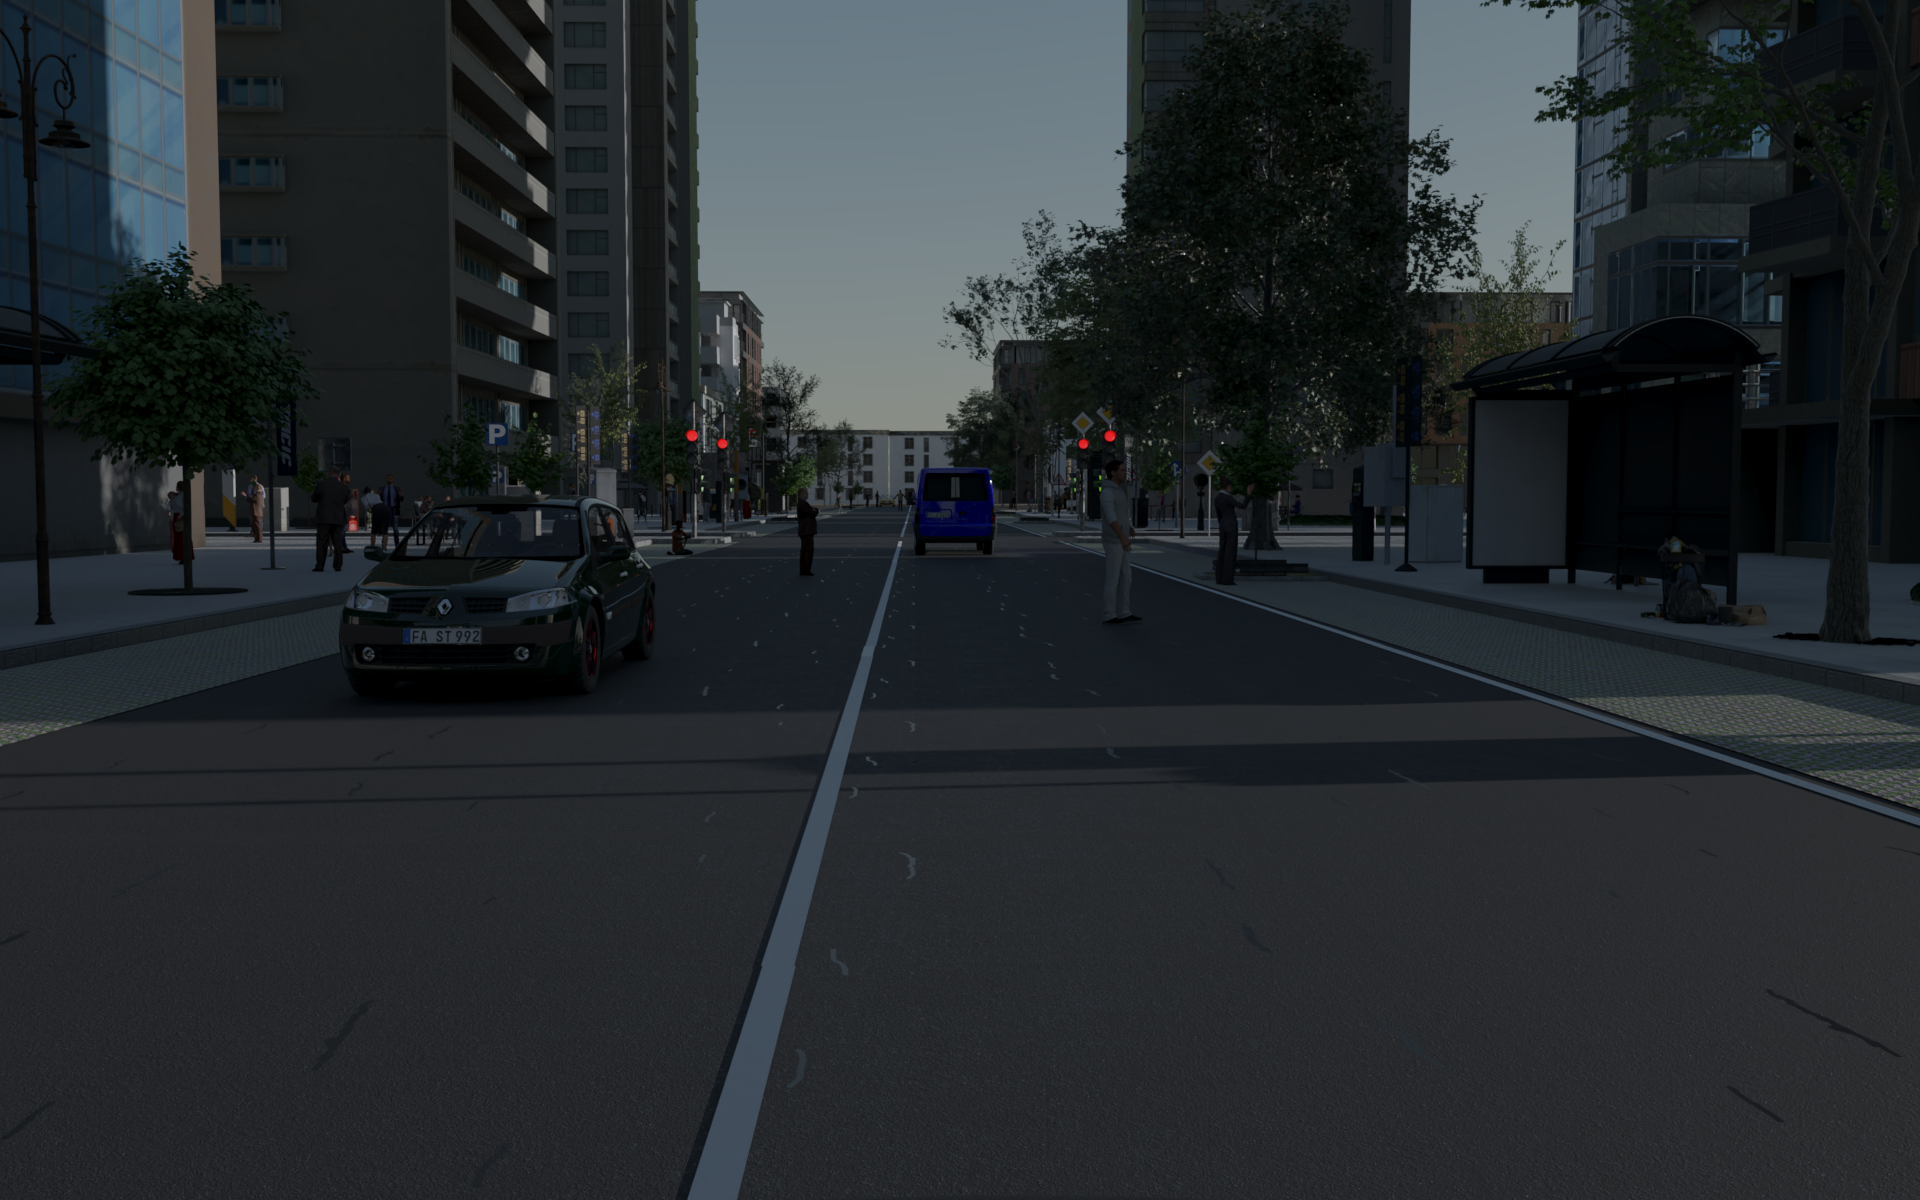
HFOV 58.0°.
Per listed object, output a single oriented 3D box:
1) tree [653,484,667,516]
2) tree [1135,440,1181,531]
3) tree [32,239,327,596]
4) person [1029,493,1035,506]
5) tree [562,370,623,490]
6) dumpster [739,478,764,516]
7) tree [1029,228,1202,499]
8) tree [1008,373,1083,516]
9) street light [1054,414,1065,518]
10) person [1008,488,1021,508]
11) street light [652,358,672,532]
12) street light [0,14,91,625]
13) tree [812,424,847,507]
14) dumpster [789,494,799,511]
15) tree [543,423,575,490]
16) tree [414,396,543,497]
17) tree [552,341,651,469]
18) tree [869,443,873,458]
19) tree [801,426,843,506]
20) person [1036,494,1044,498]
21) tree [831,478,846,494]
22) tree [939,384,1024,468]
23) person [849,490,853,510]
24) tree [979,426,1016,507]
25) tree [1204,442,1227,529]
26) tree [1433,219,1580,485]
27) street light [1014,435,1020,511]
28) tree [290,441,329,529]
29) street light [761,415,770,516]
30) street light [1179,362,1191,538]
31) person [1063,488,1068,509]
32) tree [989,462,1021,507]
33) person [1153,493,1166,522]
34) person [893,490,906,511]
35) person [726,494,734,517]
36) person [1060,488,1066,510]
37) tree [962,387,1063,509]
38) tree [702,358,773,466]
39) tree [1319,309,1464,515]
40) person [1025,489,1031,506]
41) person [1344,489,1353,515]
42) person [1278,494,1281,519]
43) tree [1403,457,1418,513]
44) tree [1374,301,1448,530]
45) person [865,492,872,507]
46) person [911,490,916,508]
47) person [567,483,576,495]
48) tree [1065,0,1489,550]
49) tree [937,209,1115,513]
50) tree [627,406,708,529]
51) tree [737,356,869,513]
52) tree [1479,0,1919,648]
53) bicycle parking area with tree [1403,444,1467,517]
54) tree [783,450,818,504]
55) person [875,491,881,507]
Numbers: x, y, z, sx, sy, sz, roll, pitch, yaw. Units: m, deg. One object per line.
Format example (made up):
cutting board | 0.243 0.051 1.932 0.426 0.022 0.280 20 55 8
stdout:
tree | -17.364 -6.655 103.414 1.663 3.219 1.824 0 3 0
tree | 7.037 -4.006 60.101 1.663 3.219 1.824 0 3 0
tree | -9.950 -2.363 22.355 4.285 4.588 4.351 0 3 0
person | 7.581 -10.670 183.716 0.991 1.433 0.599 -1 4 -15
tree | -22.010 -9.261 101.775 4.360 8.622 3.978 0 3 0
dumpster | -12.405 -6.106 102.334 1.502 2.255 1.985 0 4 -2
tree | 6.621 -9.562 74.466 7.486 12.596 7.792 0 3 0
tree | 5.186 -9.177 100.413 4.360 8.622 3.978 0 3 0
street light | 5.301 -7.335 92.707 0.468 5.910 1.993 0 4 -2
person | 4.820 -9.088 154.649 1.348 1.823 0.705 3 4 36
street light | -10.112 -5.267 58.911 0.468 5.910 1.993 0 4 -2
street light | -9.007 -2.696 16.868 0.468 5.910 1.993 0 4 -2
tree | -13.212 -13.778 175.640 4.737 8.622 4.395 0 3 0
dumpster | -12.489 -7.945 132.397 1.502 2.255 1.985 0 4 -2
tree | -9.851 -2.812 40.583 1.663 3.219 1.824 0 3 0
tree | -9.353 -2.368 33.314 1.663 3.219 1.824 0 3 0
tree | -16.801 -8.062 82.180 4.737 8.622 4.395 0 3 0
tree | -14.639 -16.802 209.131 7.601 10.594 8.767 2 4 23
tree | -14.682 -14.312 184.355 4.360 8.622 3.978 0 3 0
person | 8.199 -10.385 176.559 0.721 1.735 1.217 -3 5 -43
tree | -13.959 -12.587 200.405 1.663 3.219 1.824 0 3 0
tree | 2.695 -17.940 199.977 9.857 13.997 8.962 0 3 0
person | -9.802 -9.031 156.178 0.705 1.821 1.348 -1 4 -8
tree | 4.038 -13.542 171.777 4.737 8.622 4.395 0 3 0
tree | 9.714 -4.221 63.607 1.663 3.219 1.824 0 3 0
tree | 14.768 -5.937 47.434 4.737 8.622 4.395 0 3 0
street light | 4.347 -9.815 133.263 0.468 5.910 1.993 0 4 -2
tree | -23.833 -4.227 63.721 1.663 3.219 1.824 0 3 0
street light | -11.139 -7.724 99.068 0.468 5.910 1.993 0 4 -2
street light | 6.434 -4.721 49.982 0.468 5.910 1.993 0 4 -2
person | 8.907 -8.650 147.483 0.705 1.823 1.348 2 4 32
tree | 4.128 -11.220 167.157 4.285 4.588 4.351 0 3 0
person | 9.037 -4.247 78.711 0.776 1.435 0.726 1 4 18
person | -5.068 -8.496 147.497 1.348 1.812 0.705 1 4 15
person | -12.859 -5.321 96.224 0.628 1.438 0.799 3 5 42
person | 8.318 -8.211 141.029 0.721 1.736 1.217 -2 4 -27
tree | 4.414 -13.181 149.927 8.767 10.594 7.601 -1 4 -9
tree | -12.194 -8.800 94.238 4.737 8.622 4.395 0 3 0
tree | 20.523 -9.065 82.620 7.601 10.594 8.767 -1 4 -11
person | 7.394 -11.083 187.256 0.705 1.824 1.348 -2 4 -25
person | 17.019 -4.102 75.076 0.435 1.587 0.963 3 4 36
person | 16.049 -4.993 88.227 0.990 1.755 0.434 -3 5 -45
tree | 29.968 -8.331 119.921 4.285 4.588 4.351 0 3 0
tree | 14.860 -6.796 61.476 4.360 8.622 3.978 0 3 0
person | -10.031 -11.063 190.181 0.742 1.727 0.445 0 4 4
person | -4.640 -10.274 176.341 0.709 1.838 0.599 -2 4 -25
person | -15.414 -3.797 68.944 0.431 1.722 0.655 -1 4 -17
tree | 6.972 -7.488 39.444 9.611 12.733 9.660 0 3 0
tree | 4.734 -16.035 118.058 12.611 20.169 13.585 0 3 0
tree | -10.994 -4.968 64.935 4.285 4.588 4.351 0 3 0
tree | -12.159 -11.234 118.083 7.601 10.594 8.767 -3 5 -43
tree | 7.865 -5.437 14.645 9.928 11.665 9.643 0 3 0
bicycle parking area with tree | 29.697 -6.755 97.444 9.016 4.147 8.231 0 4 -8
tree | -12.041 -8.856 128.508 4.285 4.588 4.351 0 3 0
person | -8.986 -11.021 188.824 0.705 1.807 1.348 -2 4 -33
